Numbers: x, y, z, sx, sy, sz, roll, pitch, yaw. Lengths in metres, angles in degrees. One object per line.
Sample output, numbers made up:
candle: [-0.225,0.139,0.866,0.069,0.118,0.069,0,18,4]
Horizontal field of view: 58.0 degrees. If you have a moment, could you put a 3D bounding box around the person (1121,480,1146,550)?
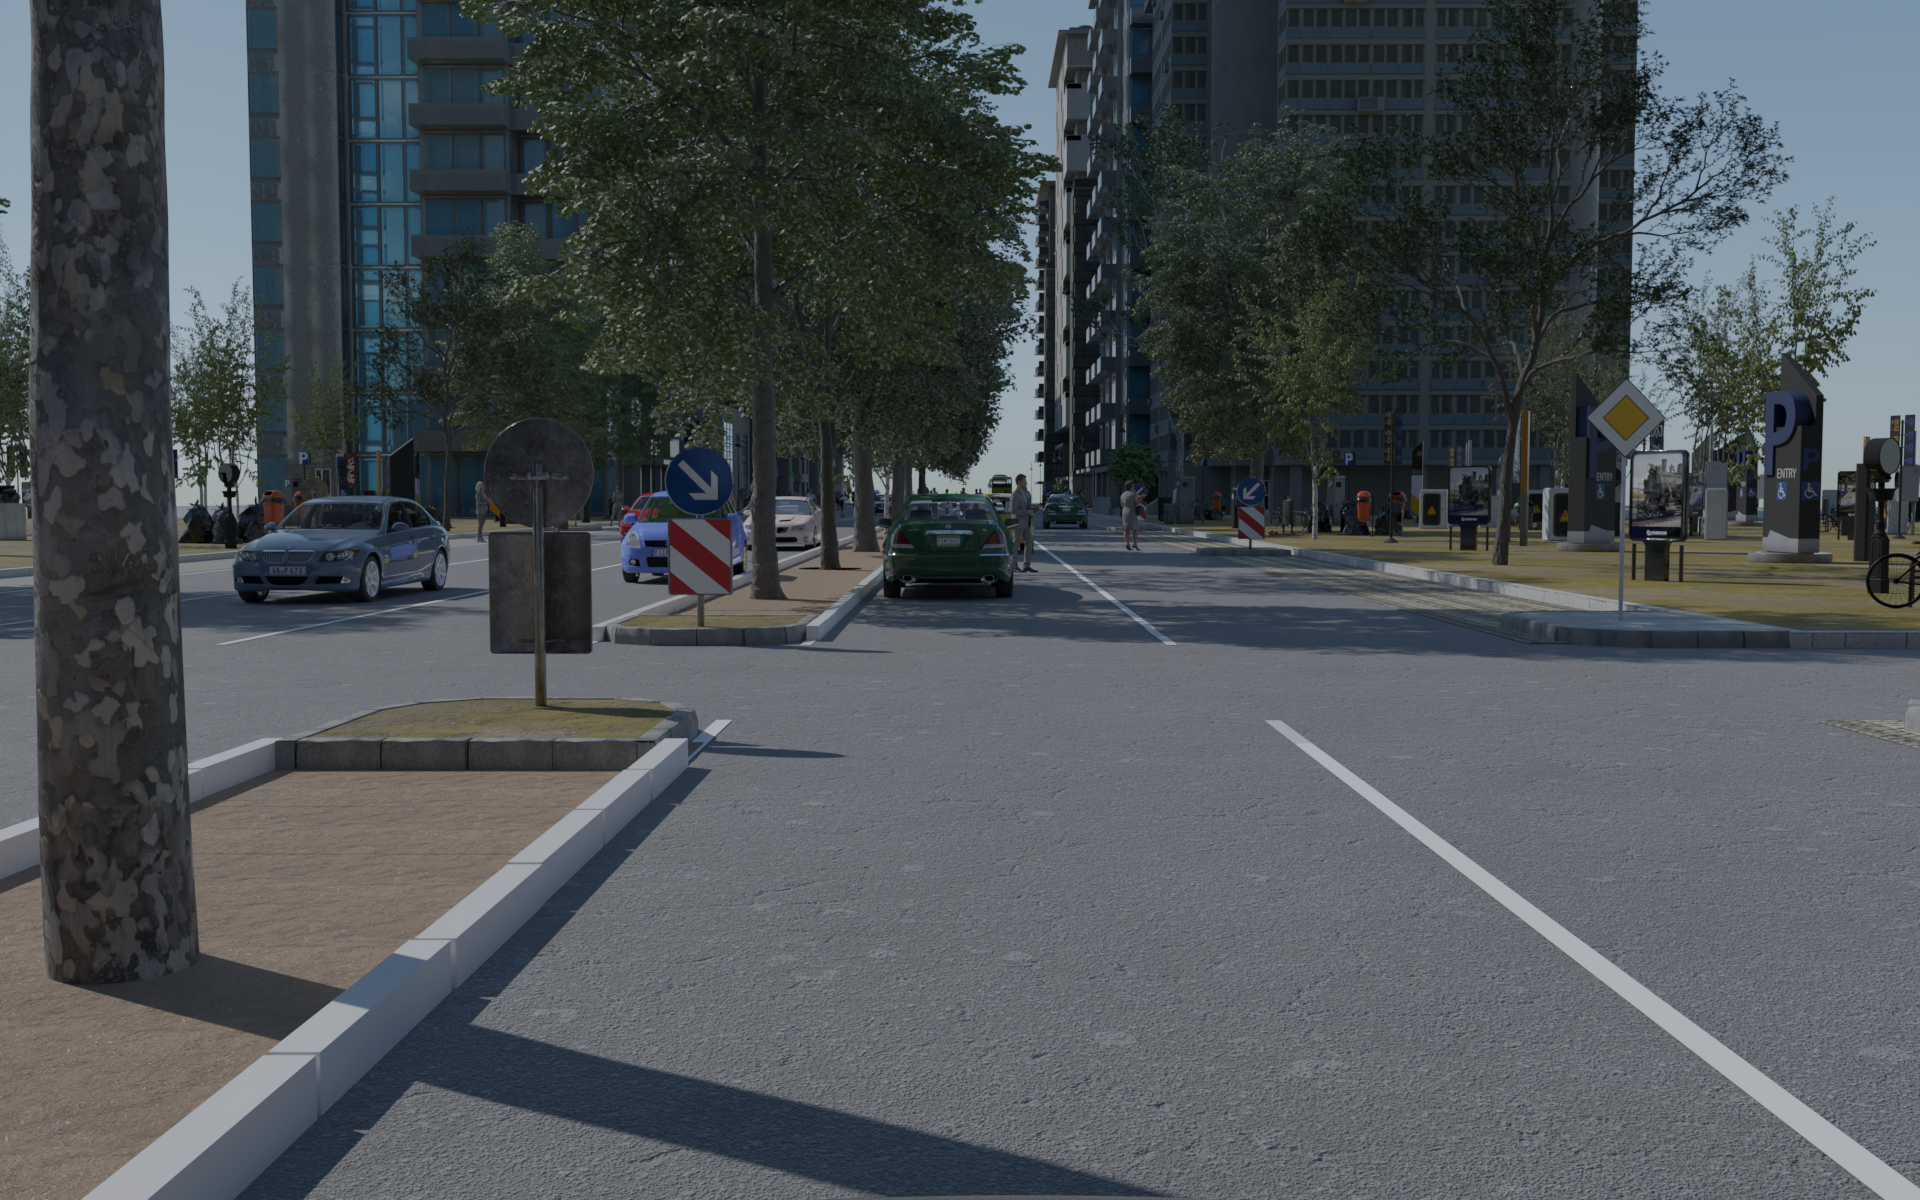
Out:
person: [4.465,-2.158,44.141,0.716,1.782,0.532,3,5,43]

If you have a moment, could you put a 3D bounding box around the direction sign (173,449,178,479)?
direction sign: [-39.902,-5.833,87.361,0.876,3.537,0.379,-2,4,-25]

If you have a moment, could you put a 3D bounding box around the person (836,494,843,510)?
person: [-10.716,-8.714,154.207,0.697,1.427,0.421,1,4,14]

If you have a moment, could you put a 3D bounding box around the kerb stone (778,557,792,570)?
kerb stone: [-3.429,-0.705,33.716,0.120,0.150,1.000,0,4,0]

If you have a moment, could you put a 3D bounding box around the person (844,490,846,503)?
person: [-15.949,-14.331,240.485,0.705,1.807,1.348,0,4,6]

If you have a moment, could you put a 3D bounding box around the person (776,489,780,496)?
person: [-16.101,-8.897,151.965,0.683,1.767,0.568,1,4,12]

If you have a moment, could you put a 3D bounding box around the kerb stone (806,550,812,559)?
kerb stone: [-3.401,-0.956,37.820,0.120,0.150,1.000,0,4,0]

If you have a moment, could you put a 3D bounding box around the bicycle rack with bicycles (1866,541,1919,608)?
bicycle rack with bicycles: [12.025,-0.387,19.717,2.925,0.926,2.852,2,4,31]

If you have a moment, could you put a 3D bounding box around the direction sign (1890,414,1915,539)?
direction sign: [26.954,-3.524,49.617,0.379,3.537,0.876,-1,4,-15]

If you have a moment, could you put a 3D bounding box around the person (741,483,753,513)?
person: [-6.186,-2.682,52.617,0.850,1.792,0.678,1,4,16]

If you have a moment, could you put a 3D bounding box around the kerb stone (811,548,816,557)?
kerb stone: [-3.388,-1.020,38.866,0.120,0.150,1.000,0,4,0]

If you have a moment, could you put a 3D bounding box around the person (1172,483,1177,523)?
person: [9.709,-4.340,77.228,0.478,1.798,0.641,0,4,0]

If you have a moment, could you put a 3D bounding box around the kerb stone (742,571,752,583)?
kerb stone: [-3.473,-0.327,27.581,0.120,0.150,1.000,0,4,0]

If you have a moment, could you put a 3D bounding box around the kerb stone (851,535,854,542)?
kerb stone: [-3.296,-1.771,51.154,0.120,0.150,1.000,0,4,0]

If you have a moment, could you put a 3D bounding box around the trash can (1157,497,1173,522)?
trash can: [9.533,-4.221,80.670,0.748,1.137,0.748,0,3,0]

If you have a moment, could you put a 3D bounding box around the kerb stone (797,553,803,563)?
kerb stone: [-3.411,-0.830,35.772,0.120,0.150,1.000,0,4,0]

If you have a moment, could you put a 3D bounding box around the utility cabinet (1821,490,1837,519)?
utility cabinet: [44.208,-4.821,87.501,1.173,1.500,0.318,1,4,9]

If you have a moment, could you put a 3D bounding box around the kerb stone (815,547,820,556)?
kerb stone: [-3.384,-1.082,39.888,0.120,0.150,1.000,0,4,0]

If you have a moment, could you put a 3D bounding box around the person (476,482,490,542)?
person: [-14.075,-2.601,51.213,0.526,1.800,0.537,2,4,25]

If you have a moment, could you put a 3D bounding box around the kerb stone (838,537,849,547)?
kerb stone: [-3.328,-1.646,49.108,0.120,0.150,1.000,0,4,0]

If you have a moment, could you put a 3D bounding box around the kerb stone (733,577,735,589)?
kerb stone: [-3.489,-0.204,25.534,0.120,0.150,1.000,0,4,0]

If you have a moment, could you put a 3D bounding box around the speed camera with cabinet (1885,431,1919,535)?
speed camera with cabinet: [29.798,-3.704,54.902,0.660,3.252,2.038,1,4,13]

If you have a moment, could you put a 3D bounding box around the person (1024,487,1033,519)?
person: [2.924,-4.087,75.805,0.515,1.767,0.782,3,5,41]

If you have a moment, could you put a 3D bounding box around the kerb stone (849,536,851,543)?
kerb stone: [-3.309,-1.709,50.132,0.120,0.150,1.000,0,4,0]

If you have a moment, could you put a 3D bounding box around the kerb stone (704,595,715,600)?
kerb stone: [-3.496,-0.079,23.490,0.120,0.150,1.000,0,4,0]

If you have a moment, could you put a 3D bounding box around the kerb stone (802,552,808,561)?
kerb stone: [-3.399,-0.891,36.795,0.120,0.150,1.000,0,4,0]

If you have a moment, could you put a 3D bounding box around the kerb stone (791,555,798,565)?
kerb stone: [-3.419,-0.768,34.746,0.120,0.150,1.000,0,4,0]

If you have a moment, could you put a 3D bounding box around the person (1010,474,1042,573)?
person: [1.187,-1.399,31.565,0.583,1.804,0.606,1,4,19]

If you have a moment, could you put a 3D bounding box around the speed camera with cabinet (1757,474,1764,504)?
speed camera with cabinet: [37.819,-5.297,80.938,2.038,3.252,0.660,-3,5,-44]

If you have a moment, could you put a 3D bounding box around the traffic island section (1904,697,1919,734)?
traffic island section: [6.690,0.777,9.581,2.009,0.180,2.903,0,4,0]

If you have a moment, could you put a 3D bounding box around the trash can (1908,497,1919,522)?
trash can: [47.626,-4.581,86.545,0.748,1.137,0.748,0,3,0]

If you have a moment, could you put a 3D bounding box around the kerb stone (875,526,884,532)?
kerb stone: [-3.188,-2.837,68.586,0.120,0.150,1.000,0,4,0]

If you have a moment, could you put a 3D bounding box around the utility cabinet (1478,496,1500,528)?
utility cabinet: [20.276,-3.373,66.314,1.020,1.237,0.306,-1,4,-19]

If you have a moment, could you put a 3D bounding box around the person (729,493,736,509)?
person: [-5.011,-1.724,37.028,0.374,1.781,0.599,2,4,28]

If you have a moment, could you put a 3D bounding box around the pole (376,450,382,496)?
pole: [-27.052,-5.311,80.683,0.158,3.312,0.155,0,3,0]

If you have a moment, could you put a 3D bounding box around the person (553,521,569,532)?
person: [-11.979,-2.625,51.520,0.694,1.812,0.767,1,4,21]

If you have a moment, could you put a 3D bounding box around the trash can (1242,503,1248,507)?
trash can: [13.885,-4.455,84.493,0.748,1.137,0.748,0,3,0]

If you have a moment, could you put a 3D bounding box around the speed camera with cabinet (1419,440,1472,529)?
speed camera with cabinet: [19.094,-4.483,67.628,0.660,3.252,2.038,-3,4,-37]

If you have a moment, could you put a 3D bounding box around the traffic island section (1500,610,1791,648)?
traffic island section: [6.745,0.288,17.565,2.009,0.180,2.903,0,4,0]

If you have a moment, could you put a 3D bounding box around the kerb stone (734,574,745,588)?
kerb stone: [-3.468,-0.259,26.559,0.120,0.150,1.000,0,4,0]

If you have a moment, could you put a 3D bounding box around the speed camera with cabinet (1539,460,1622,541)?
speed camera with cabinet: [17.019,-3.236,47.239,2.038,3.252,0.660,0,4,2]

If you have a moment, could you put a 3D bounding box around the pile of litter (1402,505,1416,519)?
pile of litter: [22.398,-4.546,88.284,1.719,0.858,1.176,1,4,11]

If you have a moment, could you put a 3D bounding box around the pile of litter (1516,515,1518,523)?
pile of litter: [25.196,-3.818,76.382,1.719,0.858,1.176,-3,4,-36]

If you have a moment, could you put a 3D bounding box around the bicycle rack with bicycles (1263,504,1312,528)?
bicycle rack with bicycles: [12.076,-3.196,65.635,2.852,0.926,2.925,0,4,-3]

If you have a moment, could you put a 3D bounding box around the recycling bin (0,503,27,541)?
recycling bin: [-26.511,-2.177,48.150,0.722,1.027,0.722,1,4,17]

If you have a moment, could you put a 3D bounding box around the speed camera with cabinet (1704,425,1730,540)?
speed camera with cabinet: [21.386,-3.338,48.906,0.660,3.252,2.038,2,4,24]

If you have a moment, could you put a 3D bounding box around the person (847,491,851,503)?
person: [-15.777,-14.584,245.179,1.217,1.739,0.721,-3,5,-41]

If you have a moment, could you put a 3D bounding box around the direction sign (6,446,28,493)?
direction sign: [-44.336,-5.475,81.513,0.876,3.537,0.379,-3,4,-36]

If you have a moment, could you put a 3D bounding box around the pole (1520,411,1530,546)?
pole: [13.885,-2.980,42.569,0.158,3.312,0.155,0,3,0]

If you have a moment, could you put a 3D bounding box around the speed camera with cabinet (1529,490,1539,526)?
speed camera with cabinet: [23.898,-4.618,69.845,2.038,3.252,0.660,2,4,24]

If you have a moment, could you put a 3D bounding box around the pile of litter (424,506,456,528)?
pile of litter: [-19.816,-3.111,64.829,1.719,0.858,1.176,0,4,2]

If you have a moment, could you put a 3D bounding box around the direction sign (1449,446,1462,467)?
direction sign: [23.385,-5.492,81.796,0.379,3.537,0.876,-2,4,-25]

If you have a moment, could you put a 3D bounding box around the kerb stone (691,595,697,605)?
kerb stone: [-3.502,-0.017,22.468,0.120,0.150,1.000,0,4,0]

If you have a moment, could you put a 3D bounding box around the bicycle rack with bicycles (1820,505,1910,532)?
bicycle rack with bicycles: [30.334,-2.745,58.271,2.925,0.926,2.852,2,4,25]

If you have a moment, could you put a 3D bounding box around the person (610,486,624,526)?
person: [-15.132,-4.131,76.313,0.520,1.790,0.573,-3,5,-43]

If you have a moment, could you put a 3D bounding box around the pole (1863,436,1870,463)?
pole: [32.078,-4.129,61.357,0.158,3.312,0.155,0,3,0]

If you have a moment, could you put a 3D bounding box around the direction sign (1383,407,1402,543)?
direction sign: [11.352,-3.272,45.496,0.379,3.537,0.876,3,5,45]
